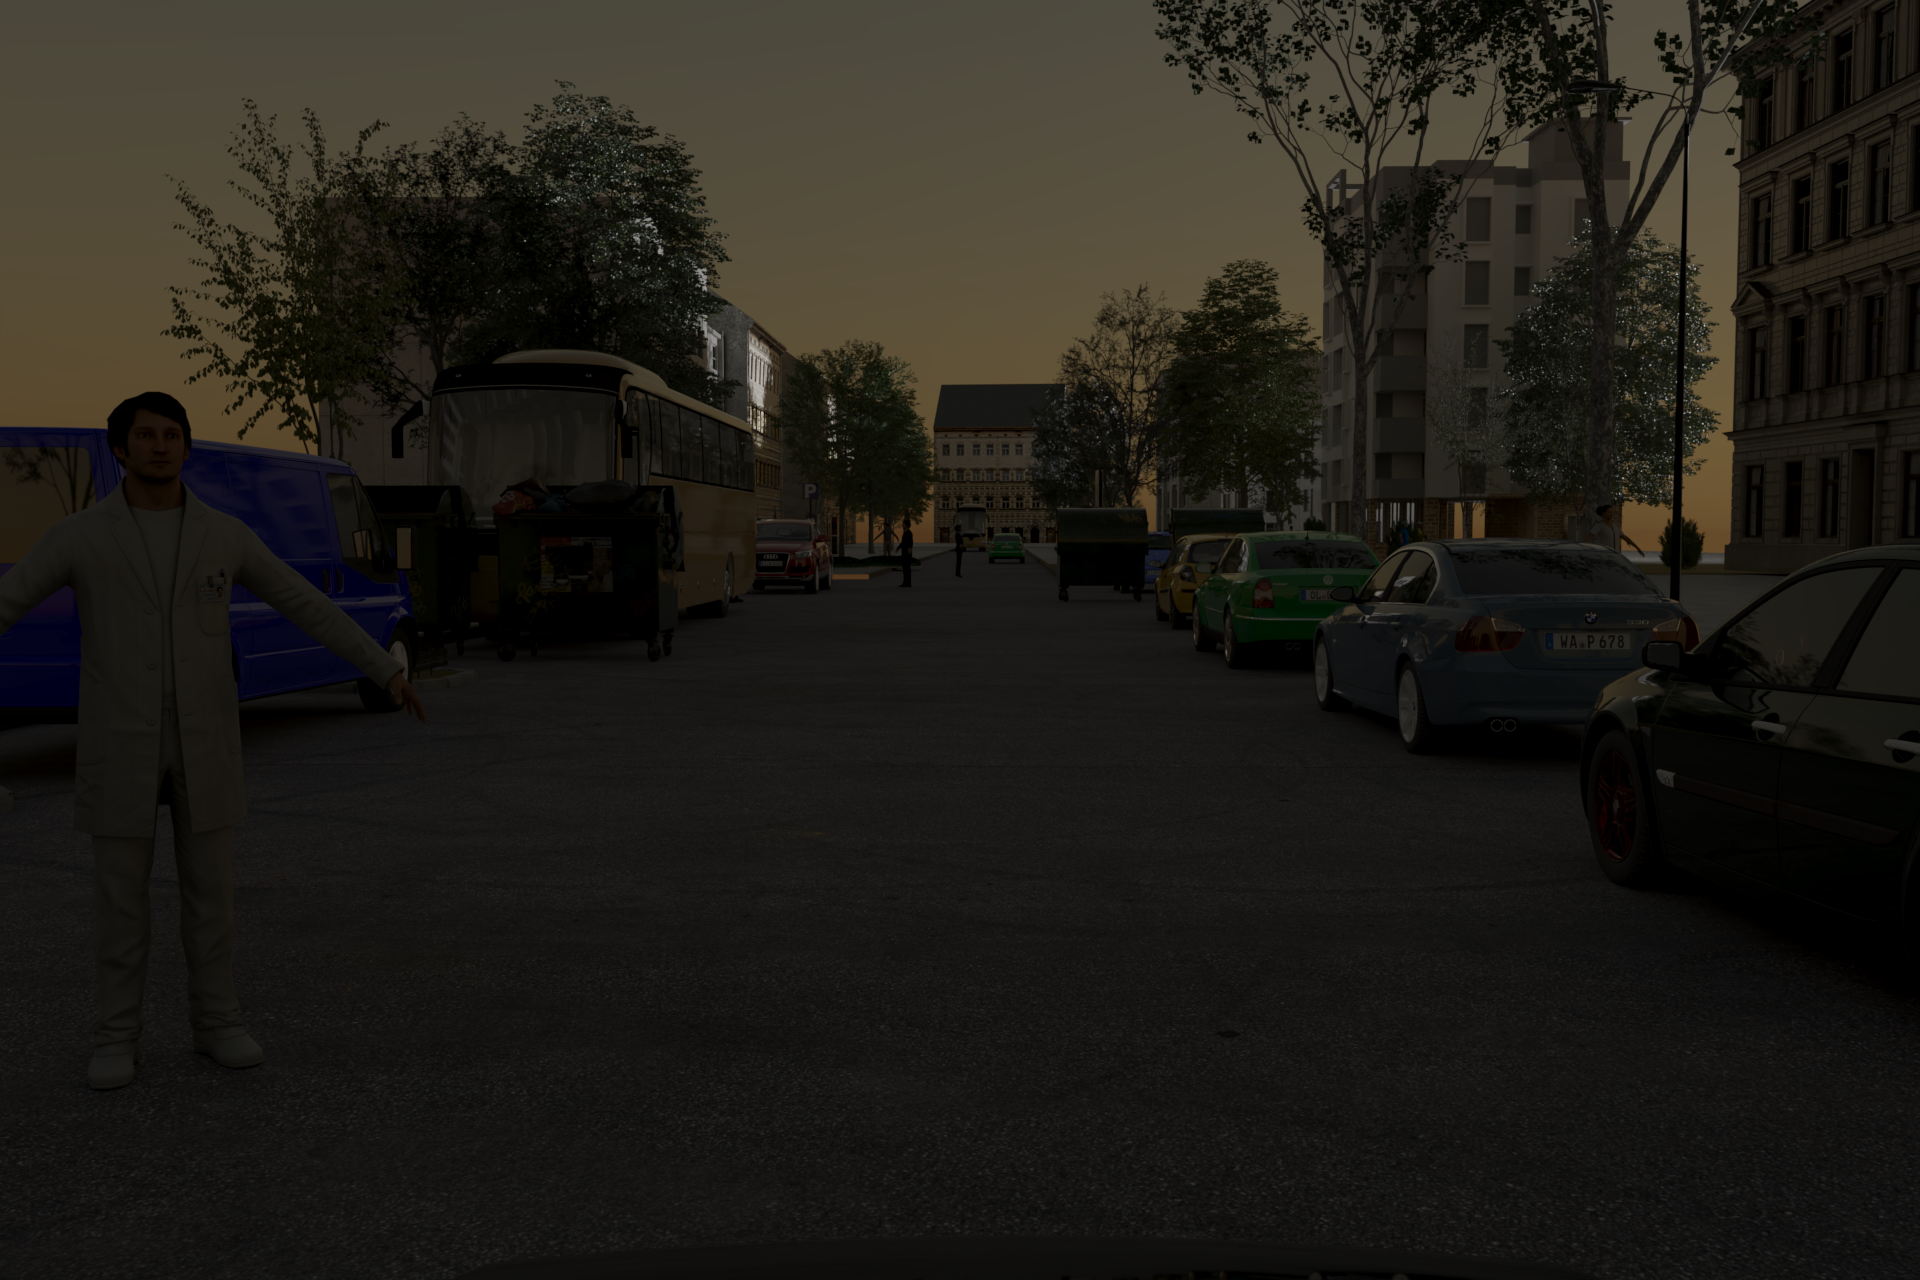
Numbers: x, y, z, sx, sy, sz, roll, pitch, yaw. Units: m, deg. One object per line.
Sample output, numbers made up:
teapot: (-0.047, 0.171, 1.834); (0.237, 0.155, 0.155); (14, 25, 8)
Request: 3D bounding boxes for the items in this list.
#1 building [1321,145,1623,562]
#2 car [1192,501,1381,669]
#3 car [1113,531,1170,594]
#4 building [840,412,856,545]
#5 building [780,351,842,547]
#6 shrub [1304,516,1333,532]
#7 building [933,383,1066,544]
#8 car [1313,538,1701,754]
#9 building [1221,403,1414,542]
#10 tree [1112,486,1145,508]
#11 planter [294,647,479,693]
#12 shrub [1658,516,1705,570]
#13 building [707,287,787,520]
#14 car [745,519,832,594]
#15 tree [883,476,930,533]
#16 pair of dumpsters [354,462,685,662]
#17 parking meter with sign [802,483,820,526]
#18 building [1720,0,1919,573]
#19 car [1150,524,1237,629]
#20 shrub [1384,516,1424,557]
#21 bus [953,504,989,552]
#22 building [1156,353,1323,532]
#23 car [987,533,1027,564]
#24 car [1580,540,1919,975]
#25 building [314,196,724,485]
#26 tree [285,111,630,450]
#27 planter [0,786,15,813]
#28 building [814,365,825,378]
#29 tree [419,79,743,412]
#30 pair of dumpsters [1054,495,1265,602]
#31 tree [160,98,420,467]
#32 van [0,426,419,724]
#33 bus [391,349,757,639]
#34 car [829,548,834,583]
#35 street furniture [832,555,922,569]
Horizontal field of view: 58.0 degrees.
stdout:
building: (24.371, -14.348, 91.005); (16.016, 20.090, 11.380); (0, 4, 1)
car: (3.738, -0.670, 19.757); (1.959, 1.807, 4.718); (0, 4, 0)
car: (4.718, -2.045, 43.026); (1.945, 1.707, 3.694); (0, 4, 1)
building: (-23.050, -23.645, 217.523); (19.493, 23.208, 18.063); (0, 4, 1)
building: (-22.460, -21.363, 180.212); (19.493, 23.208, 18.063); (0, 4, 2)
shrub: (13.496, -3.776, 66.154); (1.690, 2.028, 1.600); (0, 3, 0)
building: (6.270, -25.594, 251.840); (18.063, 23.208, 19.493); (0, 4, 6)
car: (3.787, -0.034, 12.558); (2.014, 1.417, 4.499); (0, 4, 0)
building: (24.171, -10.865, 119.784); (9.099, 9.664, 28.070); (0, 4, 2)
tree: (23.243, -19.283, 249.684); (7.601, 10.594, 8.767); (0, 4, 7)
planter: (-5.741, 0.280, 16.569); (1.991, 0.319, 1.994); (0, 4, 2)
shrub: (25.996, -3.548, 62.435); (1.690, 2.028, 1.600); (0, 3, 0)
building: (-24.004, -18.423, 132.148); (19.493, 23.208, 18.063); (0, 4, 1)
car: (-4.380, -2.113, 43.223); (2.281, 1.827, 5.304); (0, 4, 1)
tree: (-7.689, -20.410, 251.826); (7.486, 12.596, 7.792); (0, 3, 0)
pair of dumpsters: (-5.466, -0.913, 19.871); (4.436, 2.255, 1.574); (0, 4, 2)
parking meter with sign: (-5.081, -3.900, 60.019); (0.543, 3.016, 1.738); (0, 4, 2)
building: (29.320, -11.194, 46.635); (10.561, 19.211, 19.286); (0, 4, 2)
car: (4.057, -1.052, 27.431); (2.015, 1.641, 3.980); (0, 4, 2)
shrub: (18.333, -4.103, 71.500); (1.690, 2.028, 1.600); (0, 3, 0)
bus: (1.007, -9.313, 143.820); (2.896, 3.916, 12.252); (0, 4, 1)
building: (30.025, -19.053, 177.971); (16.747, 18.905, 31.486); (0, 4, 1)
car: (2.322, -4.690, 85.480); (1.959, 1.807, 4.718); (0, 4, 2)
car: (3.507, 0.242, 5.831); (2.009, 1.686, 4.222); (0, 4, 0)
building: (-25.250, -14.702, 106.841); (16.747, 18.905, 31.486); (0, 4, 1)
tree: (-10.746, -6.304, 37.486); (8.767, 10.594, 7.601); (1, 4, 23)
planter: (-5.926, 0.770, 8.550); (1.991, 0.319, 1.994); (0, 4, 1)
building: (-21.224, -20.680, 194.542); (16.016, 20.090, 11.380); (0, 4, 1)
tree: (-11.023, -8.808, 50.658); (9.857, 13.997, 8.962); (0, 3, 0)
pair of dumpsters: (4.228, -1.961, 37.015); (4.436, 2.255, 1.574); (0, 4, 0)
tree: (-10.940, -4.822, 29.199); (4.737, 8.622, 4.395); (0, 3, 0)
van: (-5.494, -0.481, 12.242); (2.240, 2.365, 5.245); (0, 4, 1)
bus: (-5.251, -2.158, 26.836); (2.896, 3.916, 12.252); (0, 4, 1)
car: (-4.645, -2.315, 49.859); (2.014, 1.417, 4.499); (0, 4, 1)
street furniture: (-6.631, -3.130, 66.809); (10.072, 0.657, 5.734); (0, 4, 6)
